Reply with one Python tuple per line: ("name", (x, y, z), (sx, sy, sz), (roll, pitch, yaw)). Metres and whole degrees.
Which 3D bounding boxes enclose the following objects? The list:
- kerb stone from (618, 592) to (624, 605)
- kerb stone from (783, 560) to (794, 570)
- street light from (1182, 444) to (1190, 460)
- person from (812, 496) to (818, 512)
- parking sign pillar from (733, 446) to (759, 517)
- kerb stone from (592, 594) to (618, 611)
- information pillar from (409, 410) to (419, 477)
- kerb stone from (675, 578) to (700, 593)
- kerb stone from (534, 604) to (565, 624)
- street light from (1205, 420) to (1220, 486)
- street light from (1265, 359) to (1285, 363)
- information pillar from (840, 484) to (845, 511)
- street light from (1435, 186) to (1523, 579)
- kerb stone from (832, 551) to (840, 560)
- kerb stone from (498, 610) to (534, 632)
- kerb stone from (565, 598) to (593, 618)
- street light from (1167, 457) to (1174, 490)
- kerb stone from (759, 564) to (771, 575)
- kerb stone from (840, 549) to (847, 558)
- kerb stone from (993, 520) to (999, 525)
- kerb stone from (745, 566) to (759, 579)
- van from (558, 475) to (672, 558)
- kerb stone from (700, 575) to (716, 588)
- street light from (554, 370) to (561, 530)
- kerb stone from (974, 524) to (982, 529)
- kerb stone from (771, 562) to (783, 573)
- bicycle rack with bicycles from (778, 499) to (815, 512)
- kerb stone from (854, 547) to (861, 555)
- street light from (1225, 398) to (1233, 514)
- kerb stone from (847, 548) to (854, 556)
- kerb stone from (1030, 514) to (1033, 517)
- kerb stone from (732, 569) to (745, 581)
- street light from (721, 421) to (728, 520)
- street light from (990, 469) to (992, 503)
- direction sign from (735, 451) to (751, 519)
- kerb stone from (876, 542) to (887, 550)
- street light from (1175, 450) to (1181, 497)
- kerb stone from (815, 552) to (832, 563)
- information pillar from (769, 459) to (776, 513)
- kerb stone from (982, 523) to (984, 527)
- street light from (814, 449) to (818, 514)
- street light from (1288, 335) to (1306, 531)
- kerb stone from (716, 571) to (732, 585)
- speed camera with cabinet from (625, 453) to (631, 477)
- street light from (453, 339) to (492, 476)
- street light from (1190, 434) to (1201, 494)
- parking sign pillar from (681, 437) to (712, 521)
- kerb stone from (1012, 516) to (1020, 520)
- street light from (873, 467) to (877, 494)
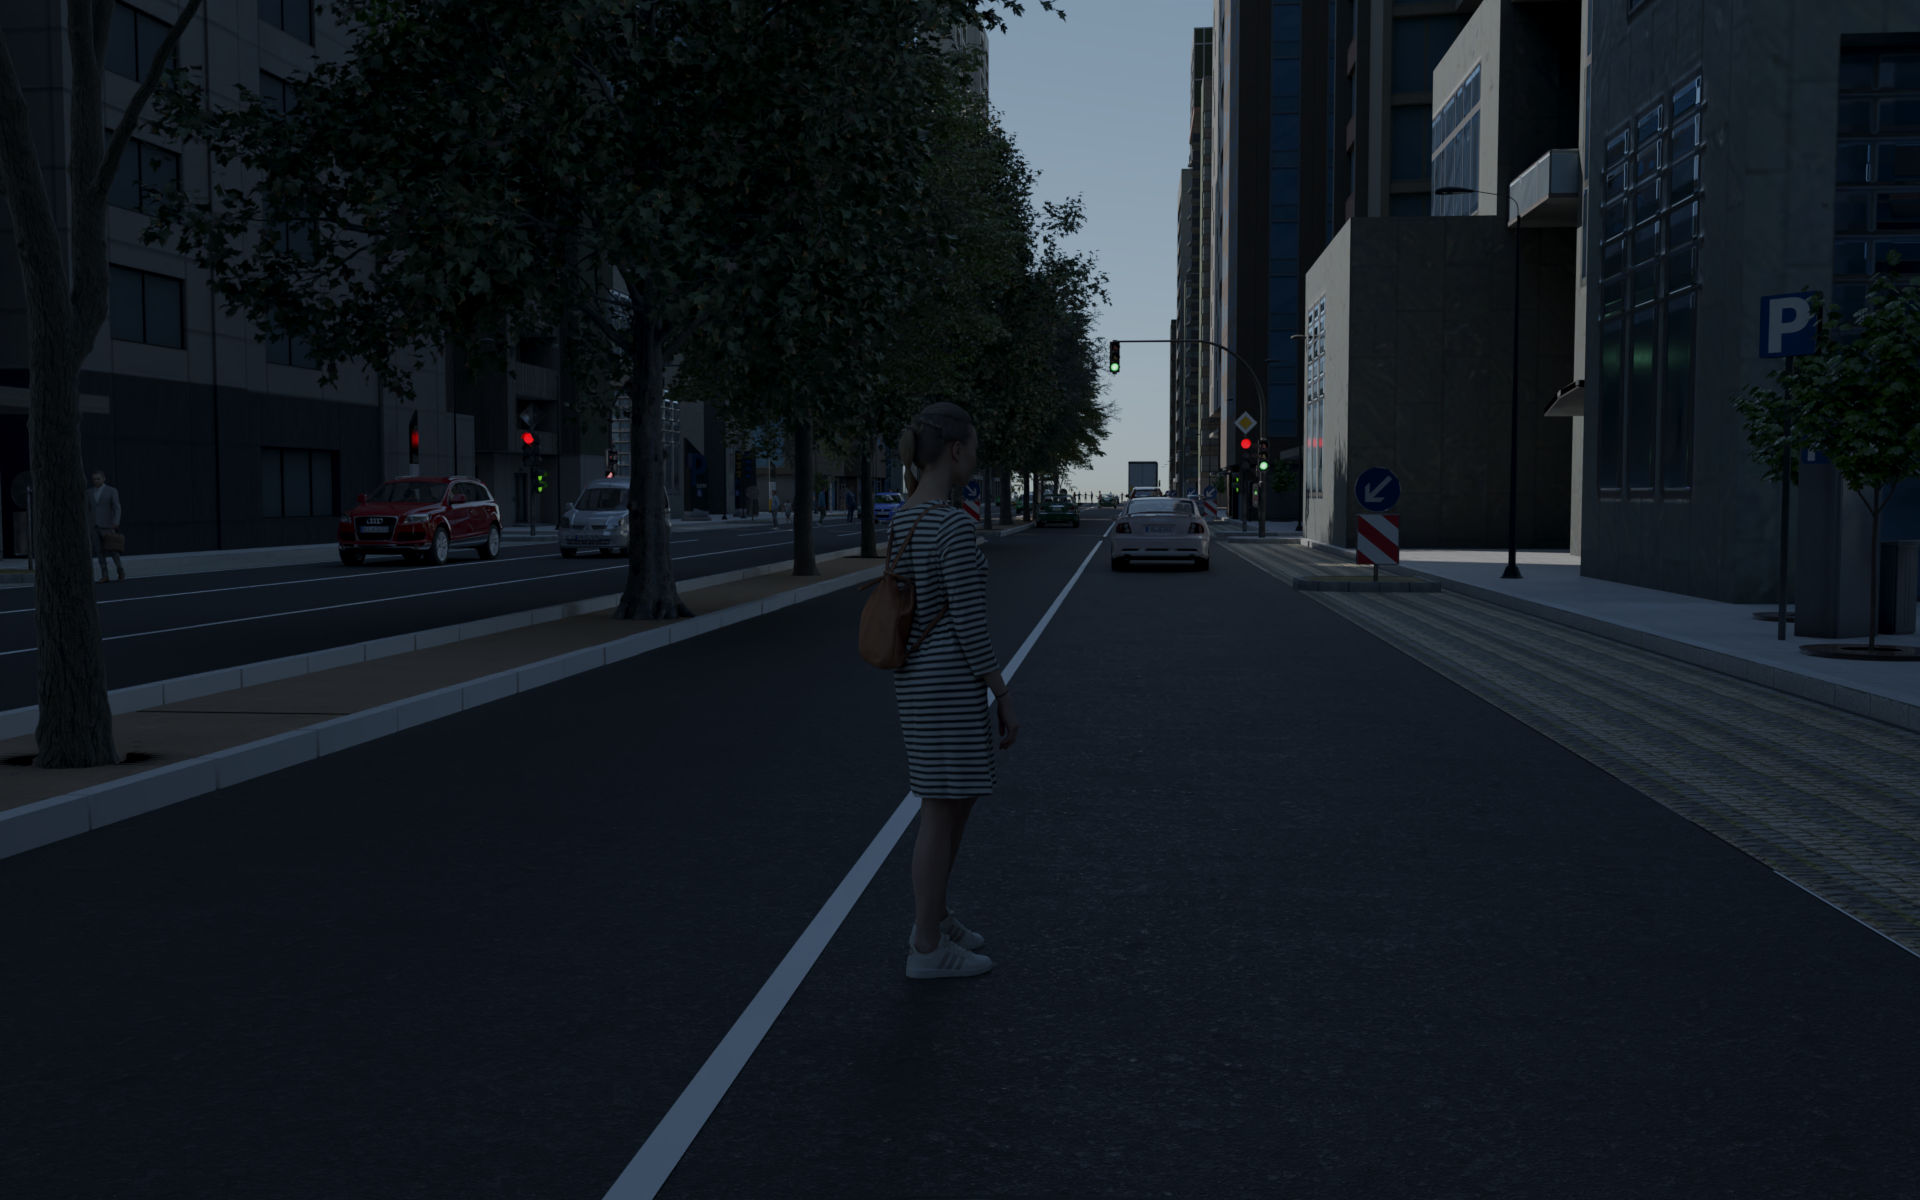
("kerb stone", (-4.354, -0.011, 22.421), (0.120, 0.150, 1.000), (0, 4, 6))
("kerb stone", (-3.324, -0.636, 32.608), (0.120, 0.150, 1.000), (0, 4, 6))
("street light", (21.318, -11.410, 159.090), (1.470, 5.913, 1.316), (0, 4, 6))
("person", (-10.335, -6.735, 121.660), (0.738, 1.151, 1.012), (1, 4, 9))
("parking sign pillar", (-12.047, -6.654, 97.262), (1.447, 3.967, 1.447), (3, 4, 39))
("kerb stone", (-4.461, 0.048, 21.404), (0.120, 0.150, 1.000), (0, 4, 6))
("information pillar", (-15.129, -3.467, 48.043), (0.183, 3.616, 0.504), (0, 4, 3))
("kerb stone", (-4.044, -0.200, 25.472), (0.120, 0.150, 1.000), (0, 4, 6))
("kerb stone", (-4.667, 0.175, 19.365), (0.120, 0.150, 1.000), (0, 4, 6))
("street light", (16.298, -8.335, 108.811), (1.470, 5.913, 1.316), (0, 4, 6))
("street light", (11.189, -5.331, 59.700), (1.470, 5.913, 1.316), (0, 4, 6))
("information pillar", (-8.891, -7.741, 131.057), (0.304, 2.012, 0.304), (-2, 4, -33))
("street light", (7.863, -3.285, 26.253), (1.470, 5.913, 1.316), (0, 4, 6))
("kerb stone", (-2.816, -0.947, 37.701), (0.120, 0.150, 1.000), (0, 4, 6))
("kerb stone", (-4.772, 0.237, 18.342), (0.120, 0.150, 1.000), (0, 4, 6))
("kerb stone", (-4.559, 0.112, 20.384), (0.120, 0.150, 1.000), (0, 4, 6))
("street light", (27.202, -15.016, 218.057), (1.470, 5.913, 1.316), (0, 4, 6))
("kerb stone", (-3.543, -0.512, 30.575), (0.120, 0.150, 1.000), (0, 4, 6))
("kerb stone", (-2.716, -1.010, 38.718), (0.120, 0.150, 1.000), (0, 4, 6))
("kerb stone", (1.769, -3.720, 83.087), (0.120, 0.150, 1.000), (0, 4, 6))
("kerb stone", (-3.634, -0.449, 29.544), (0.120, 0.150, 1.000), (0, 4, 6))
("van", (-8.016, -2.039, 40.357), (2.013, 2.044, 4.112), (0, 4, 7))
("kerb stone", (-3.947, -0.262, 26.490), (0.120, 0.150, 1.000), (0, 4, 6))
("street light", (-13.758, -5.444, 61.548), (1.470, 5.913, 1.316), (0, 4, 6))
("kerb stone", (0.737, -3.102, 72.906), (0.120, 0.150, 1.000), (0, 4, 6))
("kerb stone", (-3.427, -0.571, 31.591), (0.120, 0.150, 1.000), (0, 4, 6))
("bicycle rack with bicycles", (-11.138, -6.484, 119.393), (2.925, 0.926, 2.852), (3, 5, 41))
("kerb stone", (-2.512, -1.135, 40.760), (0.120, 0.150, 1.000), (0, 4, 6))
("street light", (13.629, -6.827, 84.155), (1.470, 5.913, 1.316), (0, 4, 6))
("kerb stone", (-2.621, -1.073, 39.736), (0.120, 0.150, 1.000), (0, 4, 6))
("kerb stone", (4.862, -5.597, 113.712), (0.120, 0.150, 1.000), (0, 4, 6))
("kerb stone", (-3.747, -0.387, 28.526), (0.120, 0.150, 1.000), (0, 4, 6))
("street light", (-11.235, -6.961, 86.354), (1.470, 5.913, 1.316), (0, 4, 6))
("street light", (4.870, -16.662, 244.958), (1.470, 5.913, 1.316), (0, 4, 6))
("direction sign", (-11.356, -6.036, 90.679), (0.876, 3.537, 0.379), (-2, 4, -28))
("kerb stone", (-2.095, -1.385, 44.838), (0.120, 0.150, 1.000), (0, 4, 6))
("street light", (23.830, -12.951, 184.286), (1.470, 5.913, 1.316), (0, 4, 6))
("kerb stone", (-2.916, -0.886, 36.683), (0.120, 0.150, 1.000), (0, 4, 6))
("information pillar", (-12.708, -7.701, 117.262), (0.504, 3.616, 0.183), (-3, 5, -40))
("kerb stone", (0.841, -3.164, 73.923), (0.120, 0.150, 1.000), (0, 4, 6))
("street light", (-8.718, -8.473, 111.081), (1.470, 5.913, 1.316), (0, 4, 6))
("street light", (10.371, -4.780, 50.702), (1.470, 5.913, 1.316), (0, 4, 6))
("kerb stone", (-3.841, -0.325, 27.507), (0.120, 0.150, 1.000), (0, 4, 6))
("speed camera with cabinet", (-15.866, -5.395, 82.547), (0.660, 3.252, 2.038), (1, 4, 17))
("street light", (-14.610, -4.855, 51.917), (1.470, 5.913, 1.316), (0, 4, 6))
("street light", (18.664, -9.831, 133.274), (1.470, 5.913, 1.316), (0, 4, 6))
("parking sign pillar", (-12.605, -5.766, 82.751), (1.447, 3.967, 1.447), (2, 4, 33))
("kerb stone", (3.107, -4.535, 96.349), (0.120, 0.150, 1.000), (0, 4, 6))
("street light", (-6.125, -10.082, 137.384), (1.470, 5.913, 1.316), (0, 4, 6))
